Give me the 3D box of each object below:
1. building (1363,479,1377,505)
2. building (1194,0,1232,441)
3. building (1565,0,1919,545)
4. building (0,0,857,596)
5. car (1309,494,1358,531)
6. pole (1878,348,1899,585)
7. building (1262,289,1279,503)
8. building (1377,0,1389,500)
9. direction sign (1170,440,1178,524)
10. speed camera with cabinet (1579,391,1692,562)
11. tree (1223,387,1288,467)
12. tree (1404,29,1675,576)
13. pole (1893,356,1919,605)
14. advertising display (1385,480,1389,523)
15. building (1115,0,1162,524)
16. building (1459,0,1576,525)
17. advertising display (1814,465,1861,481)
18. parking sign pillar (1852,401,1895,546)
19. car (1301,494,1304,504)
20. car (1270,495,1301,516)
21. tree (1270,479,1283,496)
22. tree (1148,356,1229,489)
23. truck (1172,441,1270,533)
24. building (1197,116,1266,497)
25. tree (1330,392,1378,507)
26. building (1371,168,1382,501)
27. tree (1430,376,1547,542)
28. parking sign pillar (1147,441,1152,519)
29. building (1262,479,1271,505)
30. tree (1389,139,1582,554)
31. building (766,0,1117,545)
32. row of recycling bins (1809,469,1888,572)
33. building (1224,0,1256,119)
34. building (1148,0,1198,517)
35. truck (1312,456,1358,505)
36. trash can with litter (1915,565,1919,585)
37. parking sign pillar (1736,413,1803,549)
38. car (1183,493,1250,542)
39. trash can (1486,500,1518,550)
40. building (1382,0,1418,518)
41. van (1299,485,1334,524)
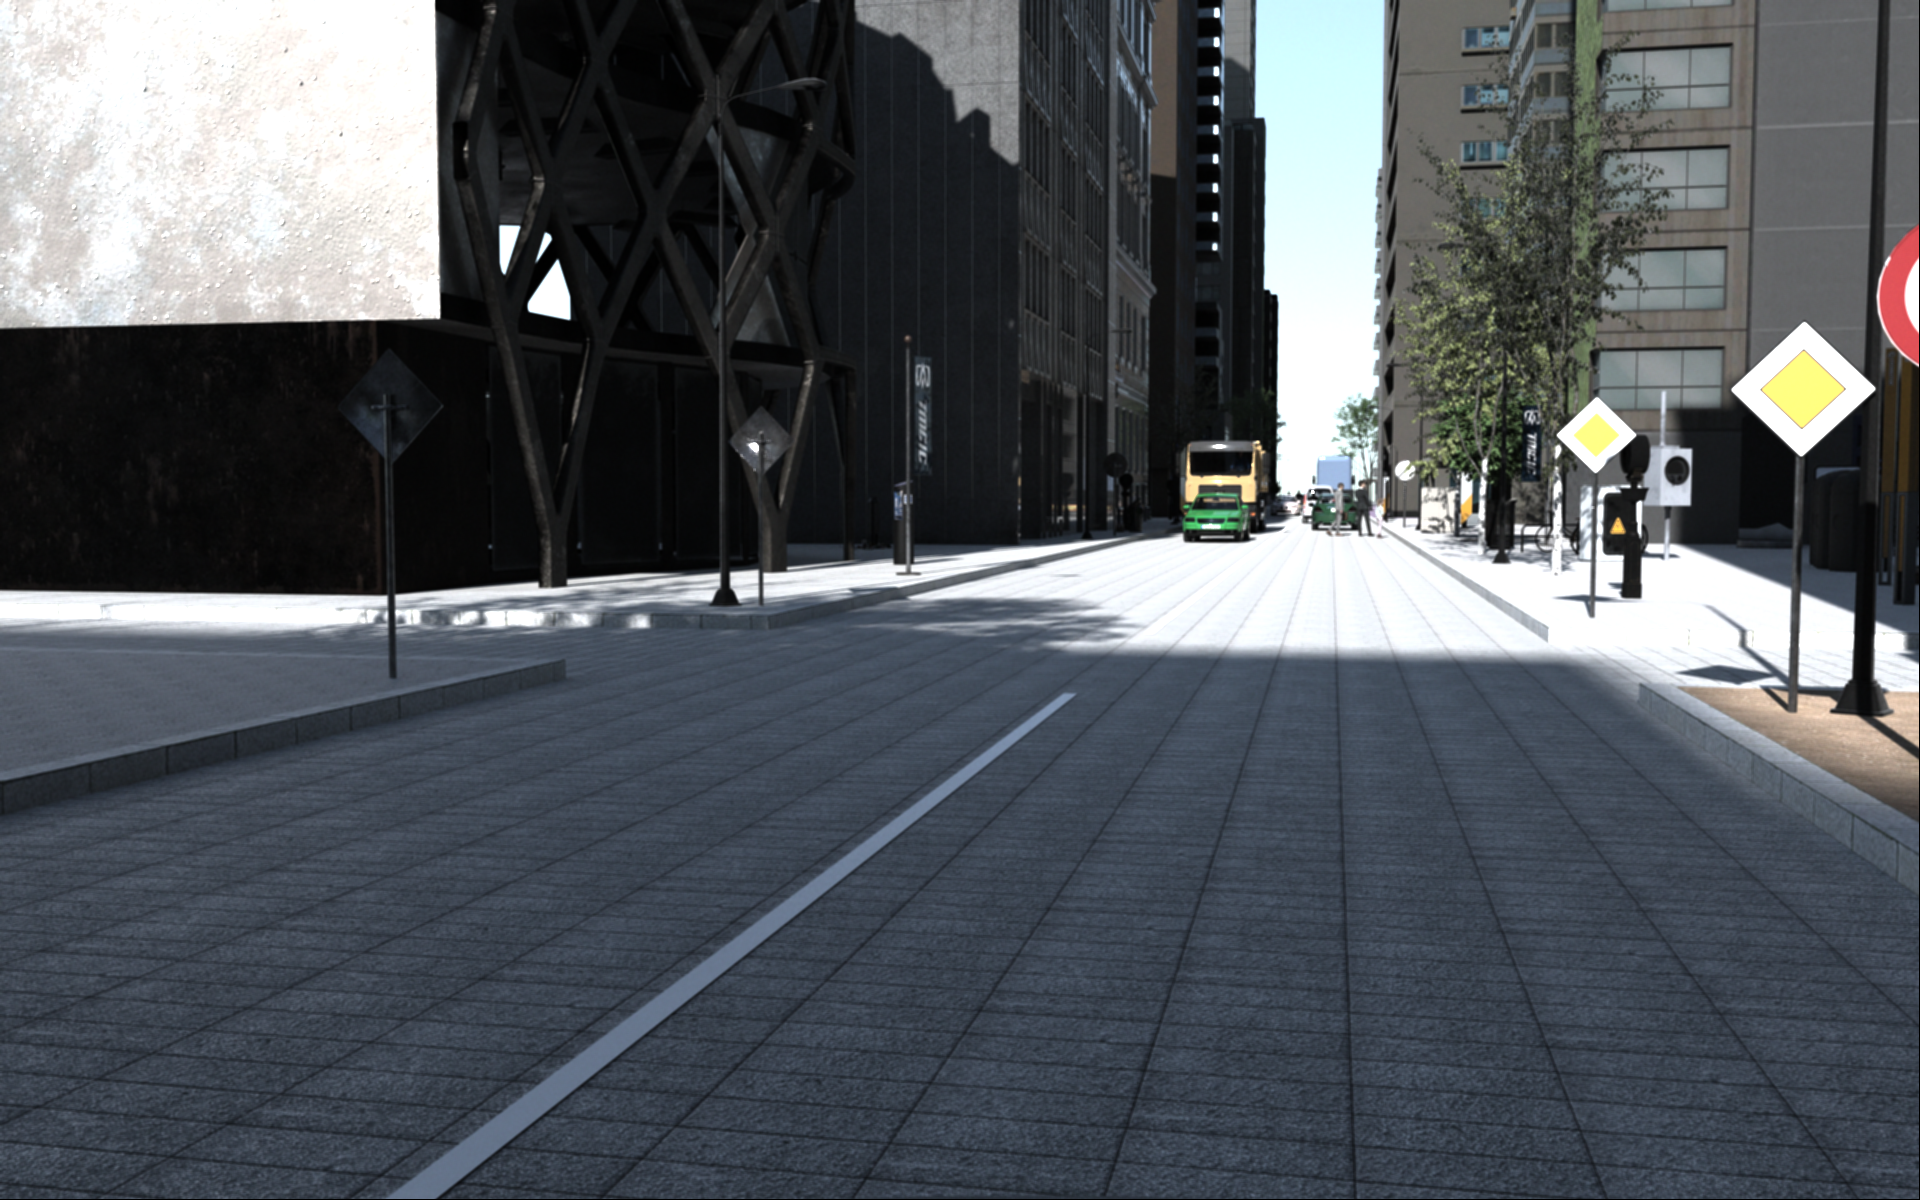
[{"bbox_3d":[63.638,-31.164,201.405,32.217,40.220,23.993,1,4,12],"label":"building"},{"bbox_3d":[12.487,-51.037,147.120,22.319,86.520,31.000,1,4,12],"label":"building"},{"bbox_3d":[24.644,-22.338,48.820,14.154,41.232,14.086,1,4,12],"label":"building"},{"bbox_3d":[-10.596,-9.973,30.504,16.820,18.784,16.811,1,4,12],"label":"building"},{"bbox_3d":[15.095,-3.541,69.686,2.131,1.459,4.920,1,4,12],"label":"car"},{"bbox_3d":[13.041,-1.864,24.316,0.158,3.312,0.155,0,3,0],"label":"pole"},{"bbox_3d":[37.105,-28.784,242.313,14.160,30.474,14.107,1,4,12],"label":"building"},{"bbox_3d":[46.671,-37.026,147.375,21.231,58.520,28.212,1,4,12],"label":"building"},{"bbox_3d":[9.065,-4.960,73.097,0.379,3.537,0.876,2,4,24],"label":"direction sign"},{"bbox_3d":[12.881,-2.363,32.979,2.038,3.252,0.660,-1,4,-14],"label":"speed camera with cabinet"},{"bbox_3d":[27.933,-14.822,168.092,9.928,11.665,9.643,0,3,0],"label":"tree"},{"bbox_3d":[9.163,-4.688,27.004,4.360,8.622,3.978,0,3,0],"label":"tree"},{"bbox_3d":[10.966,-1.601,20.018,0.158,3.312,0.155,0,3,0],"label":"pole"},{"bbox_3d":[19.325,-4.476,78.402,0.123,1.923,0.974,1,4,14],"label":"advertising display"},{"bbox_3d":[0.906,-17.581,73.346,13.634,28.700,20.117,1,4,12],"label":"building"},{"bbox_3d":[37.327,-23.465,75.529,32.217,40.220,23.993,1,4,12],"label":"building"},{"bbox_3d":[19.672,-2.056,38.835,0.974,1.923,0.123,2,4,33],"label":"advertising display"},{"bbox_3d":[22.195,-3.286,42.204,1.447,3.967,1.447,1,4,9],"label":"parking sign pillar"},{"bbox_3d":[44.259,-12.958,223.867,2.014,1.417,4.499,1,4,10],"label":"car"},{"bbox_3d":[21.921,-6.369,116.492,2.083,1.381,4.827,1,4,14],"label":"car"},{"bbox_3d":[40.537,-13.914,222.087,1.663,3.219,1.824,0,3,0],"label":"tree"},{"bbox_3d":[12.087,-8.652,91.823,4.360,8.622,3.978,0,3,0],"label":"tree"},{"bbox_3d":[10.097,-4.242,65.280,3.469,3.379,9.791,1,4,13],"label":"truck"},{"bbox_3d":[24.981,-30.619,184.207,14.154,41.232,14.086,1,4,12],"label":"building"},{"bbox_3d":[41.273,-15.224,174.670,9.928,11.665,9.643,0,3,0],"label":"tree"},{"bbox_3d":[66.049,-37.236,228.409,23.786,49.044,30.456,1,4,12],"label":"building"},{"bbox_3d":[14.521,-3.896,47.415,4.285,4.588,4.351,0,3,0],"label":"tree"},{"bbox_3d":[8.973,-6.062,87.590,1.447,3.967,1.447,-1,4,-20],"label":"parking sign pillar"},{"bbox_3d":[20.368,-31.362,204.656,32.217,40.220,23.993,1,4,12],"label":"building"},{"bbox_3d":[11.166,-5.294,36.916,4.737,8.622,4.395,0,3,0],"label":"tree"},{"bbox_3d":[-2.334,-14.416,53.718,12.078,24.808,19.932,1,4,12],"label":"building"},{"bbox_3d":[15.355,-1.401,30.026,1.069,1.692,3.534,1,4,20],"label":"row of recycling bins"},{"bbox_3d":[29.871,-48.113,224.896,20.563,71.187,20.611,1,4,12],"label":"building"},{"bbox_3d":[6.403,-27.611,101.546,14.600,45.320,14.200,1,4,12],"label":"building"},{"bbox_3d":[25.254,-7.736,116.243,2.967,4.110,18.799,1,4,11],"label":"truck"},{"bbox_3d":[13.819,-0.788,24.276,0.624,1.170,1.055,-2,4,-34],"label":"trash can with litter"},{"bbox_3d":[19.347,-3.230,41.277,1.447,3.967,1.447,-3,5,-44],"label":"parking sign pillar"},{"bbox_3d":[7.854,-2.694,52.845,1.959,1.807,4.718,1,4,13],"label":"car"},{"bbox_3d":[12.493,-1.735,40.019,0.748,1.137,0.748,0,3,0],"label":"trash can"},{"bbox_3d":[36.264,-29.215,101.372,21.300,48.544,21.600,1,4,12],"label":"building"},{"bbox_3d":[17.746,-4.797,85.439,2.013,2.044,4.112,1,4,12],"label":"van"}]
